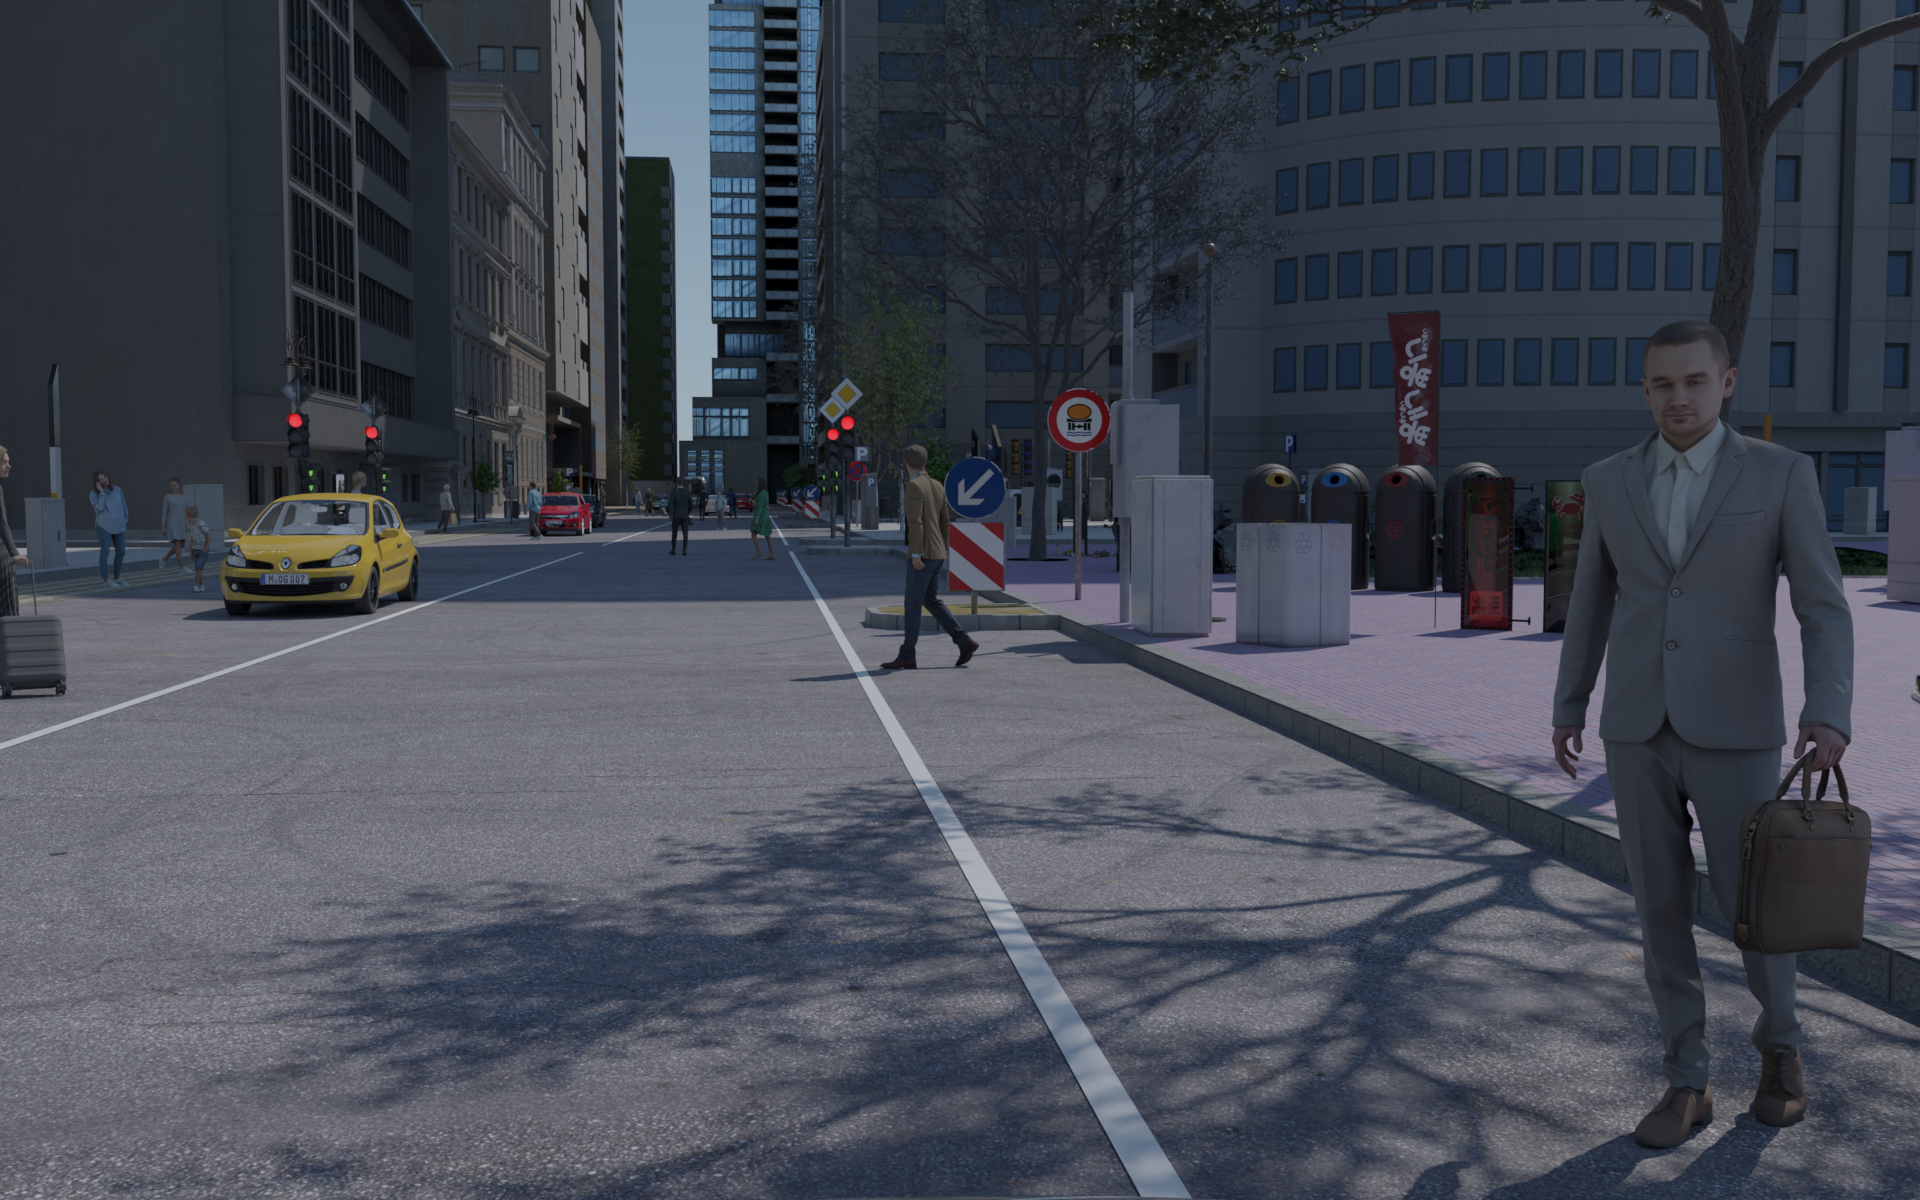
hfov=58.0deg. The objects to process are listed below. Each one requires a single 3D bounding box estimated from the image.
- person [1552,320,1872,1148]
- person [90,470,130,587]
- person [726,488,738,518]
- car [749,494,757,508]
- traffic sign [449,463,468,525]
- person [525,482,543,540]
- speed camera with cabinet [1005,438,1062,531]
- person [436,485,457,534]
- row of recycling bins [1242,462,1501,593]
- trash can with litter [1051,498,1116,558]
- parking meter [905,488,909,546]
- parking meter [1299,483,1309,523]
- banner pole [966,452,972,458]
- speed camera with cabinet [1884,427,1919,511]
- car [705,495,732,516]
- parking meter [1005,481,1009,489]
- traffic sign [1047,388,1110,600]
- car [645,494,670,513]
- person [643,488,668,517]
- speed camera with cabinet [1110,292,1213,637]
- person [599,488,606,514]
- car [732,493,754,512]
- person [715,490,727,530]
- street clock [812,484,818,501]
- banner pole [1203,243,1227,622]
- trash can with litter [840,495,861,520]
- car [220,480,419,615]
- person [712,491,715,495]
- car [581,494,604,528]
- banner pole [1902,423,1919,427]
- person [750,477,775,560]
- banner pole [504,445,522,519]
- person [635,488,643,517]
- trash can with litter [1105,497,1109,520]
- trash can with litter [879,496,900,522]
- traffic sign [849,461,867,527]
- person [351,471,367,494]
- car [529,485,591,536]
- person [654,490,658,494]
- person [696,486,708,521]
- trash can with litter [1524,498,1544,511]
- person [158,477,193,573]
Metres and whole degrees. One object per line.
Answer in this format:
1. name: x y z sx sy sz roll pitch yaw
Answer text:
1. person: 1.640 0.293 3.836 0.709 1.813 0.853 2 4 35
2. person: -13.067 -1.092 26.618 0.793 1.790 0.793 0 4 -4
3. person: -13.620 -5.797 103.459 0.721 1.800 0.419 0 4 -3
4. car: -19.393 -9.336 162.867 2.015 1.641 3.980 0 4 -7
5. traffic sign: -20.761 -4.380 71.722 0.768 2.556 0.104 0 4 -4
6. person: -13.271 -2.790 54.135 0.620 1.820 0.660 1 4 18
7. speed camera with cabinet: 2.584 -4.093 61.256 2.038 3.252 0.660 -1 4 -21
8. person: -18.241 -3.213 61.514 0.782 1.767 0.515 3 4 38
9. row of recycling bins: 5.499 -0.988 23.262 3.534 1.692 1.069 2 4 25
10. trash can with litter: 2.566 -1.500 35.588 1.678 1.210 2.233 -2 4 -25
11. parking meter: -1.191 -2.117 43.023 0.372 1.533 0.369 0 3 0
12. parking meter: 6.785 -1.608 34.697 0.372 1.533 0.369 0 3 0
13. banner pole: 0.556 -6.124 90.148 0.401 3.779 0.863 3 5 39
14. speed camera with cabinet: 13.586 -1.845 24.509 0.660 3.252 2.038 3 4 39
15. car: -15.855 -6.179 113.380 2.083 1.381 4.827 0 4 -6
16. parking meter: 2.039 -4.482 78.992 0.399 1.863 0.255 1 4 16
17. traffic sign: 1.432 -1.273 20.921 0.768 2.556 0.104 0 4 -2
18. car: -23.221 -7.440 133.447 2.131 1.459 4.920 0 4 -6
19. person: -19.412 -6.196 110.020 1.509 1.804 0.699 1 4 14
20. speed camera with cabinet: 1.900 -1.351 16.427 0.660 3.252 2.038 0 4 -5
21. person: -23.803 -6.541 115.250 0.447 1.846 0.655 -1 4 -12
22. car: -17.442 -7.891 138.056 2.155 1.783 4.494 0 4 -8
23. person: -9.542 -3.579 68.834 0.589 1.601 0.330 3 5 40
24. street clock: -10.015 -7.024 119.418 0.358 2.002 0.471 -2 4 -32
25. banner pole: 2.513 -1.689 17.628 0.401 3.779 0.863 0 4 4
26. trash can with litter: -5.374 -4.696 87.837 2.233 1.210 1.678 -3 5 -44
27. car: -7.981 -0.706 21.774 2.015 1.641 3.980 0 4 -7
28. person: -27.369 -11.263 192.607 0.705 1.831 1.348 -1 4 -10
29. car: -16.234 -3.927 73.994 2.009 1.686 4.222 0 4 -6
30. banner pole: 29.406 -3.874 53.359 0.863 3.779 0.401 3 5 41
31. person: -4.278 -1.758 37.483 0.529 1.795 0.600 0 4 -4
32. banner pole: -22.880 -6.032 88.633 0.863 3.779 0.401 -1 4 -21
33. person: -20.079 -6.090 108.329 0.793 1.790 0.793 2 4 31
34. trash can with litter: 7.455 -4.569 86.097 1.055 1.170 0.624 3 4 36
35. trash can with litter: -3.008 -4.176 79.339 2.233 1.210 1.678 -1 4 -12
36. traffic sign: -4.002 -4.114 67.371 0.768 2.556 0.104 0 4 -3
37. person: -9.335 -1.100 26.838 0.624 1.780 0.694 -1 4 -9
38. car: -13.913 -3.140 60.382 2.155 1.783 4.494 0 4 -7
39. person: -29.268 -9.677 166.659 1.348 1.831 0.705 1 4 21
40. person: -13.890 -5.203 93.350 0.659 1.850 0.755 0 4 -7
41. trash can with litter: 16.964 -2.490 52.096 1.055 1.170 0.624 0 4 -7
42. person: -14.246 -1.354 31.385 0.760 1.731 0.466 1 4 11
